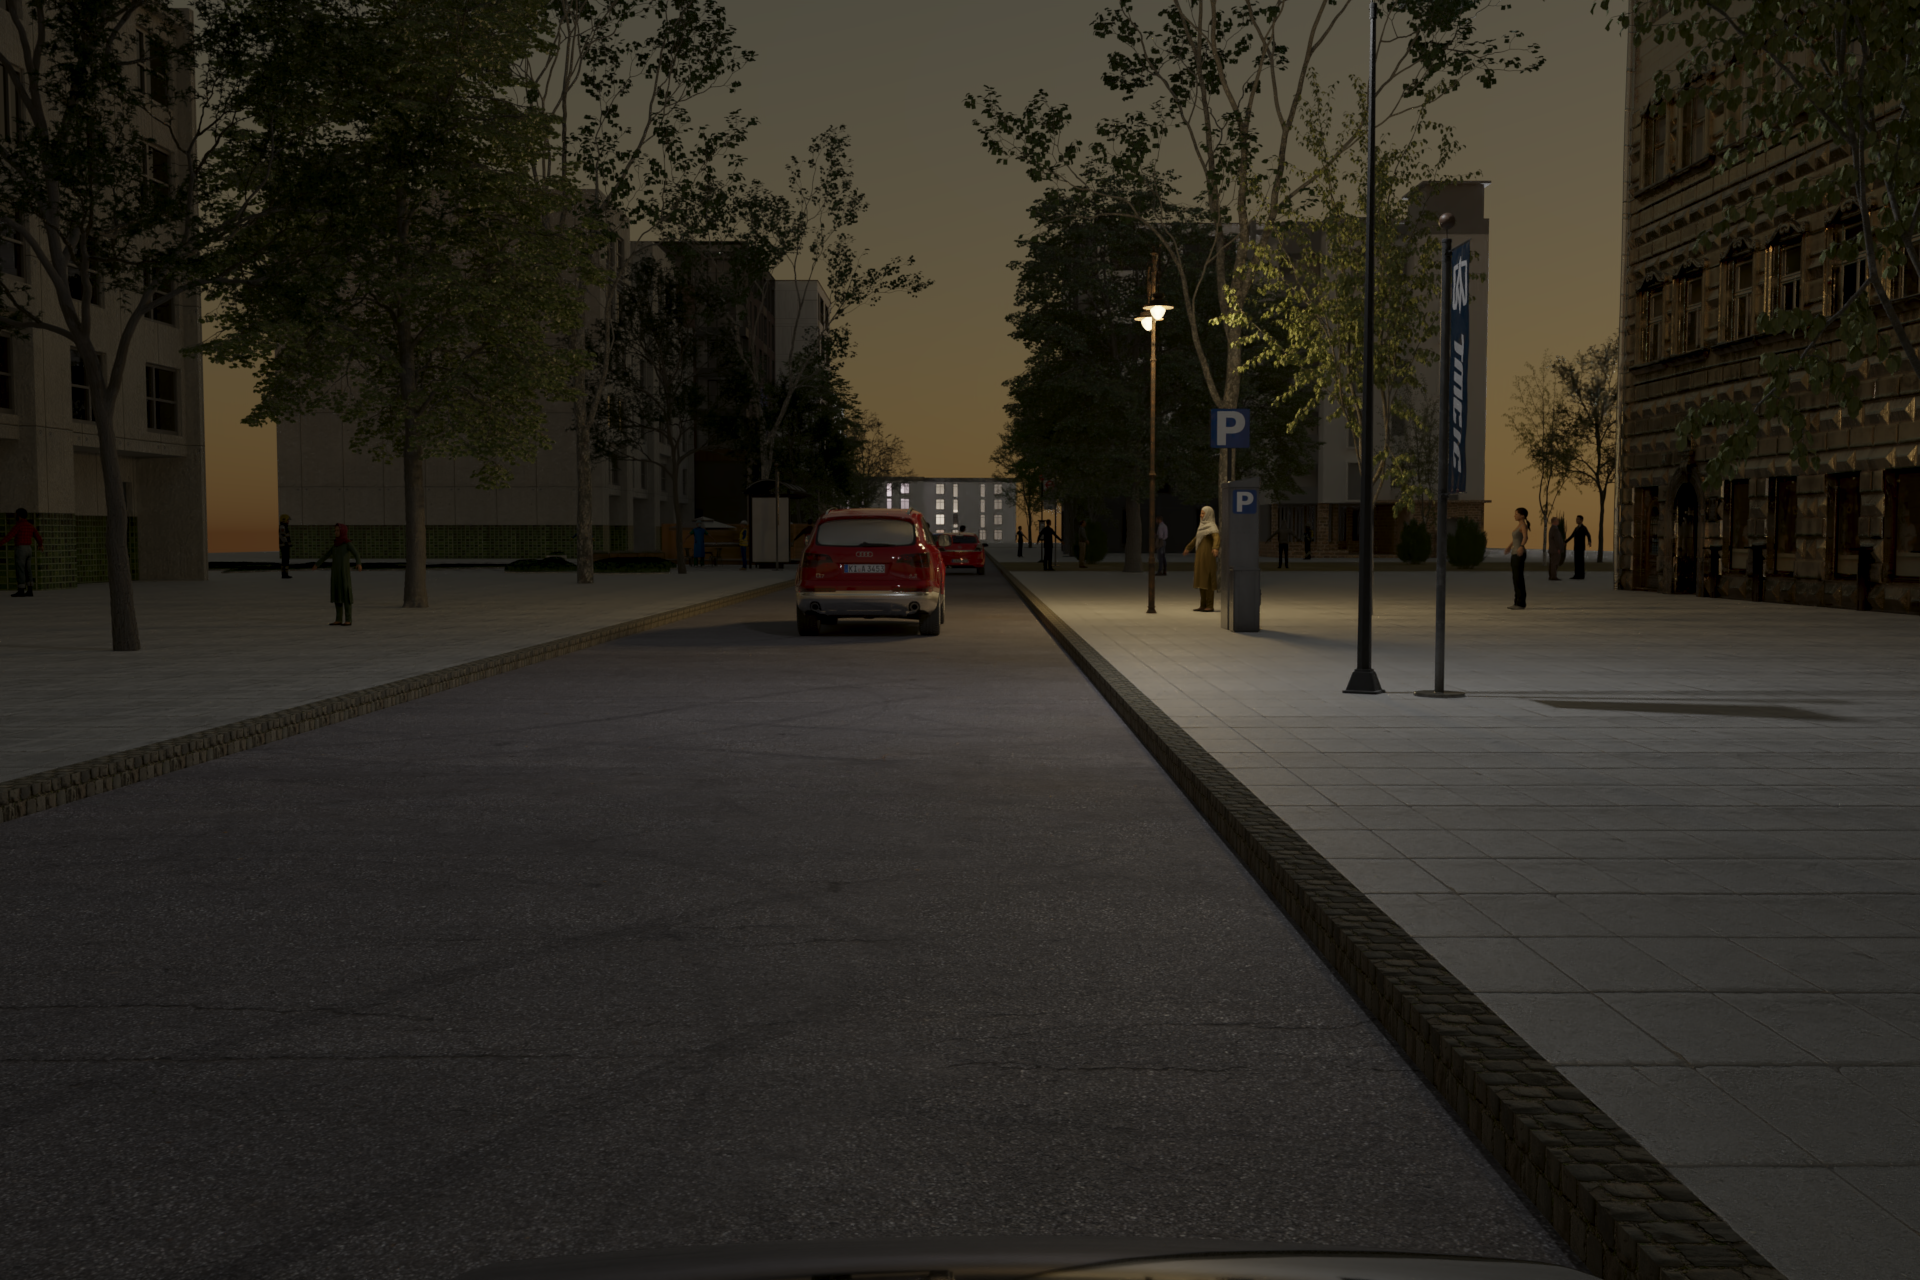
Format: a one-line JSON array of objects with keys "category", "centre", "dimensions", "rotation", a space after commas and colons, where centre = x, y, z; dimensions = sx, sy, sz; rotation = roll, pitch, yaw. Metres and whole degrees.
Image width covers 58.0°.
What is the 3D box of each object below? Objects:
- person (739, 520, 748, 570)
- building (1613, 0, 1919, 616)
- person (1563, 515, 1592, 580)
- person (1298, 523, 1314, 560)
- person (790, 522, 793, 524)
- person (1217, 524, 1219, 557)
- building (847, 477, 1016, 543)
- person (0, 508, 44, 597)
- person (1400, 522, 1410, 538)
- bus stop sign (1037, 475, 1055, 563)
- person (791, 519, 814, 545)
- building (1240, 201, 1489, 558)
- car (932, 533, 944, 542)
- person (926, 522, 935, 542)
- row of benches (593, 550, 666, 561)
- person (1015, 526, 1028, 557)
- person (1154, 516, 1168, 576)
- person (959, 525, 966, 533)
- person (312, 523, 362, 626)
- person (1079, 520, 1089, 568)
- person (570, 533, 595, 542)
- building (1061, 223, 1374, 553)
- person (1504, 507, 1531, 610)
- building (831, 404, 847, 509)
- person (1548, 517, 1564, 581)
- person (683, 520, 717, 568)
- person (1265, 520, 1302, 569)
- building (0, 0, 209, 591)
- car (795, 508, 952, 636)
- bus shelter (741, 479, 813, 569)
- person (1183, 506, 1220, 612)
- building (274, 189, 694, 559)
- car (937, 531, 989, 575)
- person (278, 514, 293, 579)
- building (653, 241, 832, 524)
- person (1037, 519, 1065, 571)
[{"category": "person", "centre": [-7.798, -3.385, 61.811], "dimensions": [0.721, 1.772, 1.216], "rotation": [-1, 4, -8]}, {"category": "building", "centre": [24.240, -12.178, 30.040], "dimensions": [19.493, 23.208, 18.063], "rotation": [0, 4, 0]}, {"category": "person", "centre": [17.489, -2.625, 48.973], "dimensions": [0.704, 1.823, 1.345], "rotation": [-1, 4, -14]}, {"category": "person", "centre": [17.390, -4.950, 86.704], "dimensions": [0.705, 1.856, 1.354], "rotation": [3, 5, 43]}, {"category": "person", "centre": [-8.174, -4.777, 83.959], "dimensions": [1.347, 1.847, 0.705], "rotation": [2, 4, 33]}, {"category": "person", "centre": [14.229, -5.468, 95.340], "dimensions": [0.705, 1.837, 1.347], "rotation": [-2, 4, -23]}, {"category": "building", "centre": [-5.656, -18.888, 253.421], "dimensions": [28.070, 9.664, 9.099], "rotation": [0, 4, -6]}, {"category": "person", "centre": [-19.153, -1.788, 35.345], "dimensions": [0.704, 1.816, 1.345], "rotation": [1, 4, 13]}, {"category": "person", "centre": [21.390, -4.716, 82.879], "dimensions": [0.705, 1.858, 1.354], "rotation": [2, 4, 32]}, {"category": "bus stop sign", "centre": [3.899, -5.446, 77.741], "dimensions": [0.855, 3.939, 0.416], "rotation": [0, 4, 0]}, {"category": "person", "centre": [-5.224, -3.322, 60.448], "dimensions": [1.346, 1.812, 0.704], "rotation": [0, 4, 3]}, {"category": "building", "centre": [22.125, -15.204, 105.007], "dimensions": [16.016, 20.090, 11.380], "rotation": [0, 4, 1]}, {"category": "car", "centre": [-0.825, -4.490, 83.006], "dimensions": [1.945, 1.707, 3.694], "rotation": [0, 4, -1]}, {"category": "person", "centre": [-1.094, -2.820, 54.743], "dimensions": [0.705, 1.806, 1.347], "rotation": [-2, 4, -32]}, {"category": "row of benches", "centre": [-13.231, -3.200, 67.782], "dimensions": [1.422, 0.672, 4.104], "rotation": [3, 4, 37]}, {"category": "person", "centre": [3.388, -5.424, 95.395], "dimensions": [0.721, 1.740, 1.216], "rotation": [2, 4, 34]}, {"category": "person", "centre": [6.041, -2.884, 53.070], "dimensions": [0.599, 1.838, 0.709], "rotation": [2, 4, 24]}, {"category": "person", "centre": [0.164, -4.164, 76.684], "dimensions": [0.704, 1.843, 1.345], "rotation": [-1, 4, -18]}, {"category": "person", "centre": [-8.690, -0.916, 24.192], "dimensions": [0.989, 1.438, 0.599], "rotation": [2, 4, 31]}, {"category": "person", "centre": [4.669, -3.632, 65.652], "dimensions": [0.705, 1.796, 1.348], "rotation": [0, 4, -6]}, {"category": "person", "centre": [-18.583, -4.856, 85.360], "dimensions": [1.349, 1.833, 0.705], "rotation": [1, 4, 15]}, {"category": "building", "centre": [21.424, -17.510, 130.256], "dimensions": [27.936, 21.610, 32.646], "rotation": [0, 4, 0]}, {"category": "person", "centre": [9.452, -1.389, 29.515], "dimensions": [0.721, 1.737, 1.217], "rotation": [0, 4, 7]}, {"category": "building", "centre": [-24.322, -22.294, 230.959], "dimensions": [16.747, 18.905, 31.486], "rotation": [0, 4, -1]}, {"category": "person", "centre": [16.491, -2.527, 47.916], "dimensions": [0.434, 1.755, 0.990], "rotation": [1, 4, 10]}, {"category": "person", "centre": [-9.959, -3.673, 66.185], "dimensions": [1.347, 1.817, 0.704], "rotation": [-2, 4, -24]}, {"category": "person", "centre": [12.061, -3.574, 64.565], "dimensions": [1.348, 1.813, 0.705], "rotation": [0, 4, 7]}, {"category": "building", "centre": [-29.107, -10.112, 31.787], "dimensions": [16.747, 18.905, 31.486], "rotation": [0, 4, -1]}, {"category": "car", "centre": [-1.264, -1.057, 25.955], "dimensions": [2.281, 1.827, 5.304], "rotation": [0, 4, 1]}, {"category": "bus shelter", "centre": [-6.965, -4.432, 66.394], "dimensions": [2.014, 3.302, 5.546], "rotation": [0, 4, 2]}, {"category": "person", "centre": [3.977, -1.329, 28.508], "dimensions": [0.721, 1.736, 1.217], "rotation": [-1, 4, -17]}, {"category": "building", "centre": [-26.870, -14.574, 104.750], "dimensions": [16.747, 18.905, 31.486], "rotation": [0, 4, 0]}, {"category": "car", "centre": [-0.036, -3.240, 62.010], "dimensions": [2.155, 1.783, 4.494], "rotation": [0, 4, -1]}, {"category": "person", "centre": [-19.440, -2.703, 49.965], "dimensions": [0.704, 1.858, 1.351], "rotation": [-1, 4, -16]}, {"category": "building", "centre": [-25.354, -17.942, 137.319], "dimensions": [27.936, 21.610, 32.646], "rotation": [0, 4, 0]}, {"category": "person", "centre": [3.108, -3.320, 60.508], "dimensions": [0.704, 1.802, 1.346], "rotation": [-3, 5, -42]}]
